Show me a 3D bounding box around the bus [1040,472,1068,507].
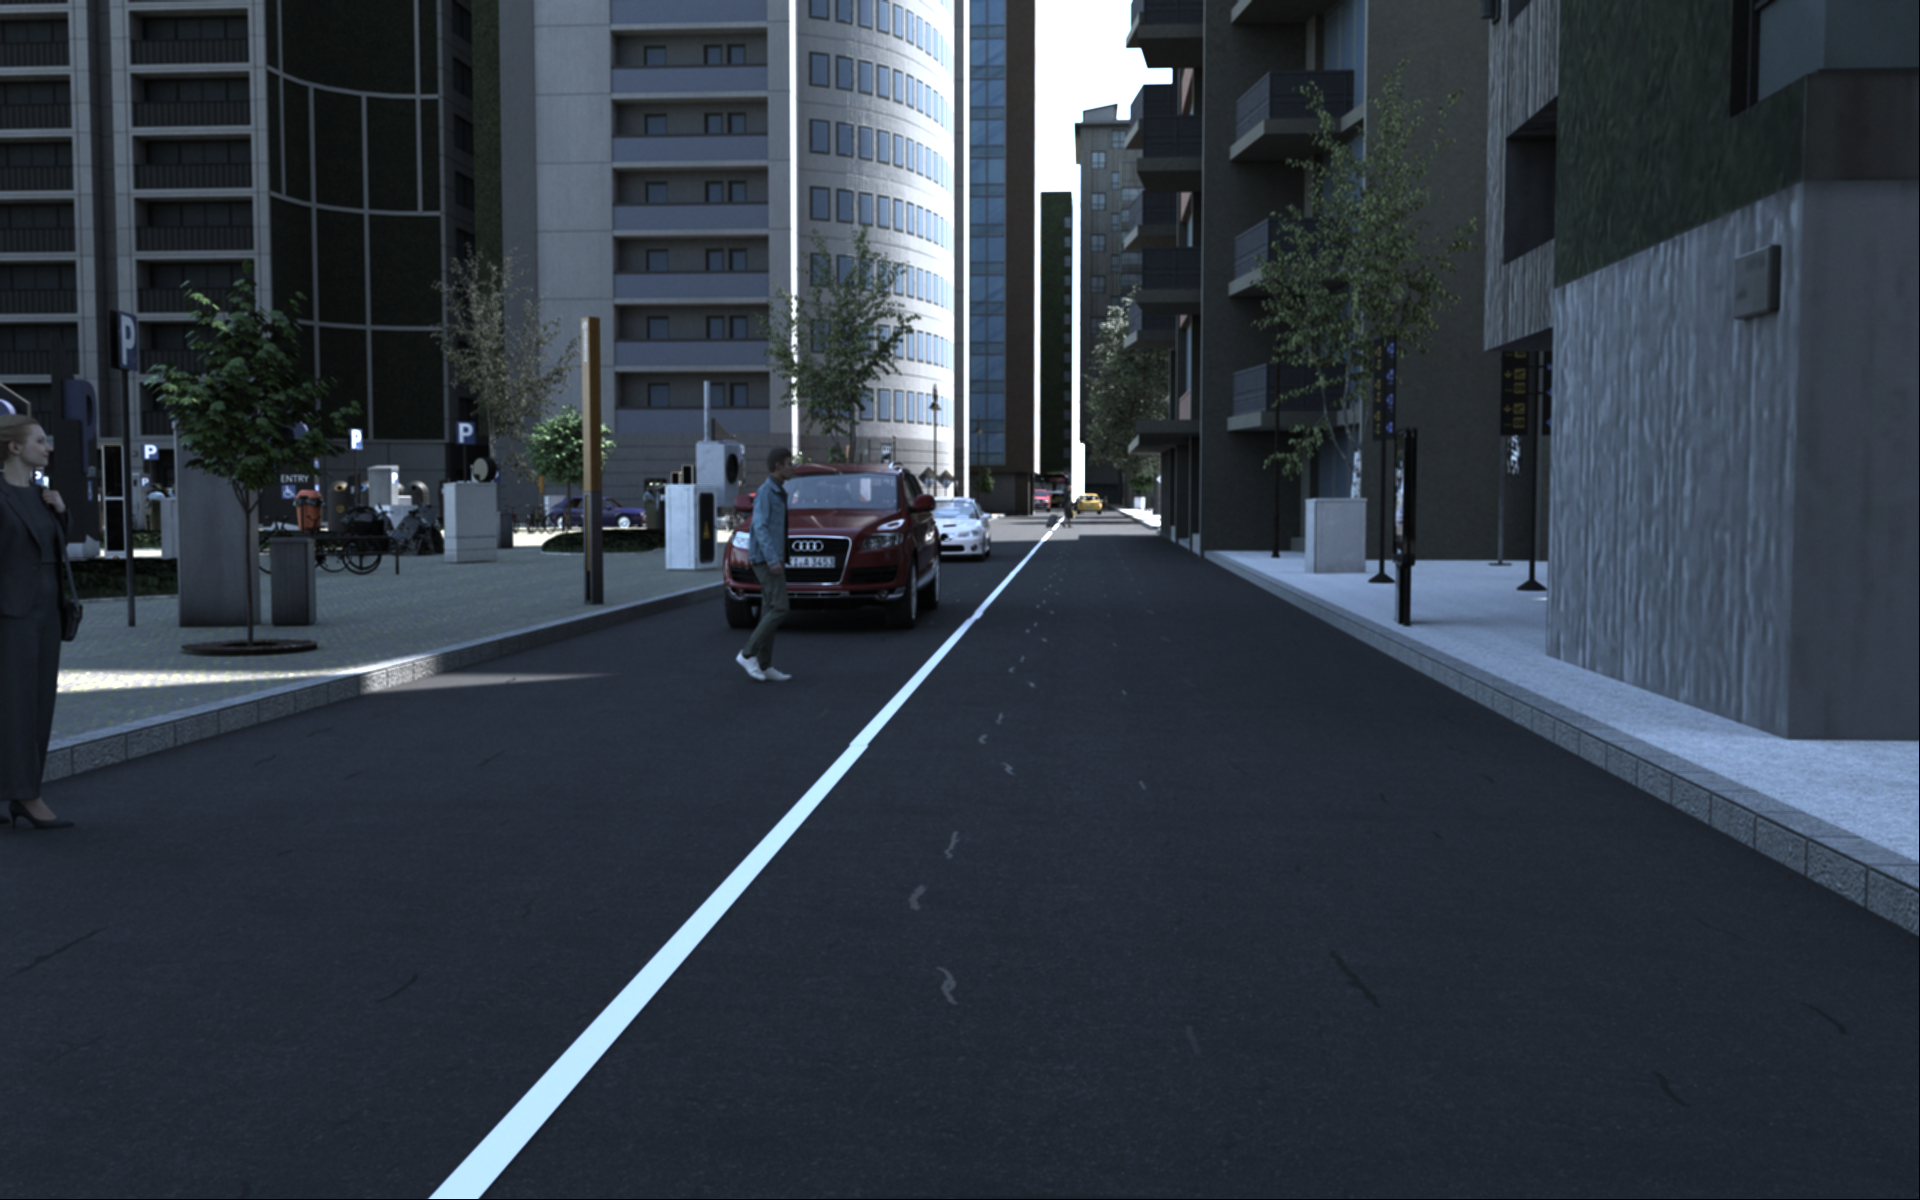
[{"bbox_3d":[10.771,-12.468,195.402,2.896,3.916,12.252,0,4,5],"label":"bus"}]

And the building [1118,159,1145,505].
[{"bbox_3d":[26.649,-32.428,213.793,14.154,41.232,14.086,0,4,4],"label":"building"}]

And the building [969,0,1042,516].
[{"bbox_3d":[-1.564,-28.662,118.729,14.600,45.320,14.200,0,4,4],"label":"building"}]

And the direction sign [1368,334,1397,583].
[{"bbox_3d":[6.119,-2.020,25.029,0.379,3.537,0.876,0,4,-5],"label":"direction sign"}]

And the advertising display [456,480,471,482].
[{"bbox_3d":[-23.067,-4.615,80.661,0.974,1.923,0.123,2,4,31],"label":"advertising display"}]

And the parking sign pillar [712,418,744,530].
[{"bbox_3d":[-8.339,-4.512,62.241,1.447,3.967,1.447,2,4,31],"label":"parking sign pillar"}]

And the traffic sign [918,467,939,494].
[{"bbox_3d":[-1.159,-3.678,63.785,0.795,2.450,0.064,0,4,4],"label":"traffic sign"}]

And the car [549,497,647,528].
[{"bbox_3d":[-14.431,-3.490,69.641,3.894,1.354,1.945,0,4,6],"label":"car"}]

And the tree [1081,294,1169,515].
[{"bbox_3d":[12.476,-12.331,108.270,9.857,13.997,8.962,0,3,0],"label":"tree"}]

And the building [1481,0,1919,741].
[{"bbox_3d":[11.815,-14.846,14.440,14.160,30.474,14.107,0,4,4],"label":"building"}]

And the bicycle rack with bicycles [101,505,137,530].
[{"bbox_3d":[-28.895,-2.700,57.527,2.852,0.926,2.925,-3,4,-38],"label":"bicycle rack with bicycles"}]

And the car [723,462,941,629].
[{"bbox_3d":[-1.373,-0.705,20.200,2.281,1.827,5.304,0,4,4],"label":"car"}]

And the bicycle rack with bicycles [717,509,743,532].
[{"bbox_3d":[-7.159,-2.792,59.034,2.852,0.926,2.925,-2,4,-35],"label":"bicycle rack with bicycles"}]

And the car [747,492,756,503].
[{"bbox_3d":[-6.816,-3.564,67.312,4.494,1.783,2.155,0,4,3],"label":"car"}]

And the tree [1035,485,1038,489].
[{"bbox_3d":[8.227,-12.955,206.419,1.663,3.219,1.824,0,3,0],"label":"tree"}]

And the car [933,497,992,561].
[{"bbox_3d":[-0.303,-1.598,38.484,2.083,1.381,4.827,0,4,3],"label":"car"}]

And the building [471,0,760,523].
[{"bbox_3d":[-10.939,-33.503,89.773,21.231,58.520,28.212,0,4,4],"label":"building"}]

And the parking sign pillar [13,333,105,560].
[{"bbox_3d":[-15.218,-2.529,29.814,1.447,3.967,1.447,-1,4,-15],"label":"parking sign pillar"}]

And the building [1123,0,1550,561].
[{"bbox_3d":[15.629,-23.903,45.441,22.147,44.769,28.867,0,4,4],"label":"building"}]

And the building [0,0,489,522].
[{"bbox_3d":[-34.419,-39.439,83.076,20.611,71.187,20.563,0,4,4],"label":"building"}]

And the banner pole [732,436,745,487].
[{"bbox_3d":[-9.475,-5.136,73.988,0.863,3.779,0.401,3,4,36],"label":"banner pole"}]

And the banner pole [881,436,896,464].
[{"bbox_3d":[-3.031,-5.177,74.661,0.863,3.779,0.401,1,4,22],"label":"banner pole"}]

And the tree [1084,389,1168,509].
[{"bbox_3d":[14.246,-13.498,146.439,9.928,11.665,9.643,0,3,0],"label":"tree"}]

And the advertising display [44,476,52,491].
[{"bbox_3d":[-33.153,-3.518,62.740,0.974,1.923,0.123,3,4,38],"label":"advertising display"}]

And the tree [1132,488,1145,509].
[{"bbox_3d":[15.721,-9.685,152.953,1.663,3.219,1.824,0,3,0],"label":"tree"}]

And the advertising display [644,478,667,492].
[{"bbox_3d":[-12.611,-4.074,71.830,0.974,1.923,0.123,-3,4,-37],"label":"advertising display"}]

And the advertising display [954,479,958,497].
[{"bbox_3d":[-0.189,-4.378,76.800,0.123,1.923,0.974,0,4,3],"label":"advertising display"}]

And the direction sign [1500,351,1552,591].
[{"bbox_3d":[7.639,-1.898,23.035,0.876,3.537,0.379,1,4,17],"label":"direction sign"}]

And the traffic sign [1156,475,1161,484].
[{"bbox_3d":[8.435,-4.125,71.081,0.795,2.450,0.064,0,4,4],"label":"traffic sign"}]

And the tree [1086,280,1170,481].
[{"bbox_3d":[10.915,-10.516,88.949,9.611,12.733,9.660,0,3,0],"label":"tree"}]

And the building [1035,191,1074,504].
[{"bbox_3d":[8.414,-33.797,236.171,14.086,41.232,14.154,0,4,4],"label":"building"}]

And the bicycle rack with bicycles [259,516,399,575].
[{"bbox_3d":[-10.430,-0.884,27.831,2.925,0.926,2.852,-3,4,-36],"label":"bicycle rack with bicycles"}]

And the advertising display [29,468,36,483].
[{"bbox_3d":[-17.009,-1.606,31.480,0.123,1.923,0.974,-1,4,-10],"label":"advertising display"}]

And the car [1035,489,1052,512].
[{"bbox_3d":[6.224,-7.948,138.628,2.281,1.827,5.304,0,4,2],"label":"car"}]

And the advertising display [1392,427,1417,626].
[{"bbox_3d":[4.405,-0.732,17.185,0.123,1.923,0.974,1,4,8],"label":"advertising display"}]

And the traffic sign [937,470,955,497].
[{"bbox_3d":[-0.585,-4.166,71.749,0.795,2.450,0.064,0,4,4],"label":"traffic sign"}]

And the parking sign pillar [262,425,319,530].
[{"bbox_3d":[-16.885,-3.376,43.670,1.447,3.967,1.447,0,4,-4],"label":"parking sign pillar"}]

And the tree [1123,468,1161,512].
[{"bbox_3d":[15.041,-9.482,138.740,4.285,4.588,4.351,0,3,0],"label":"tree"}]

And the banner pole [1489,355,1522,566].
[{"bbox_3d":[9.921,-2.523,31.270,0.863,3.779,0.401,-3,5,-40],"label":"banner pole"}]

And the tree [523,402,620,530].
[{"bbox_3d":[-13.856,-4.774,61.761,4.285,4.588,4.351,0,3,0],"label":"tree"}]

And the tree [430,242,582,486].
[{"bbox_3d":[-13.602,-6.179,51.389,4.360,8.622,3.978,0,3,0],"label":"tree"}]

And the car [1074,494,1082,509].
[{"bbox_3d":[11.896,-9.554,165.990,2.009,1.686,4.222,0,4,4],"label":"car"}]

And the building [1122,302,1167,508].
[{"bbox_3d":[30.025,-19.762,168.144,27.650,21.520,28.899,0,4,4],"label":"building"}]

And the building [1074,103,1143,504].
[{"bbox_3d":[29.654,-39.882,241.305,27.495,52.752,28.713,0,4,4],"label":"building"}]

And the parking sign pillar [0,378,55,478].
[{"bbox_3d":[-19.238,-2.817,34.523,1.447,3.967,1.447,0,4,1],"label":"parking sign pillar"}]

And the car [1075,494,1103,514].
[{"bbox_3d":[9.266,-6.977,124.296,2.015,1.641,3.980,0,4,3],"label":"car"}]

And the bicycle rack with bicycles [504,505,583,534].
[{"bbox_3d":[-13.600,-2.657,56.830,2.852,0.926,2.925,-2,4,-28],"label":"bicycle rack with bicycles"}]
